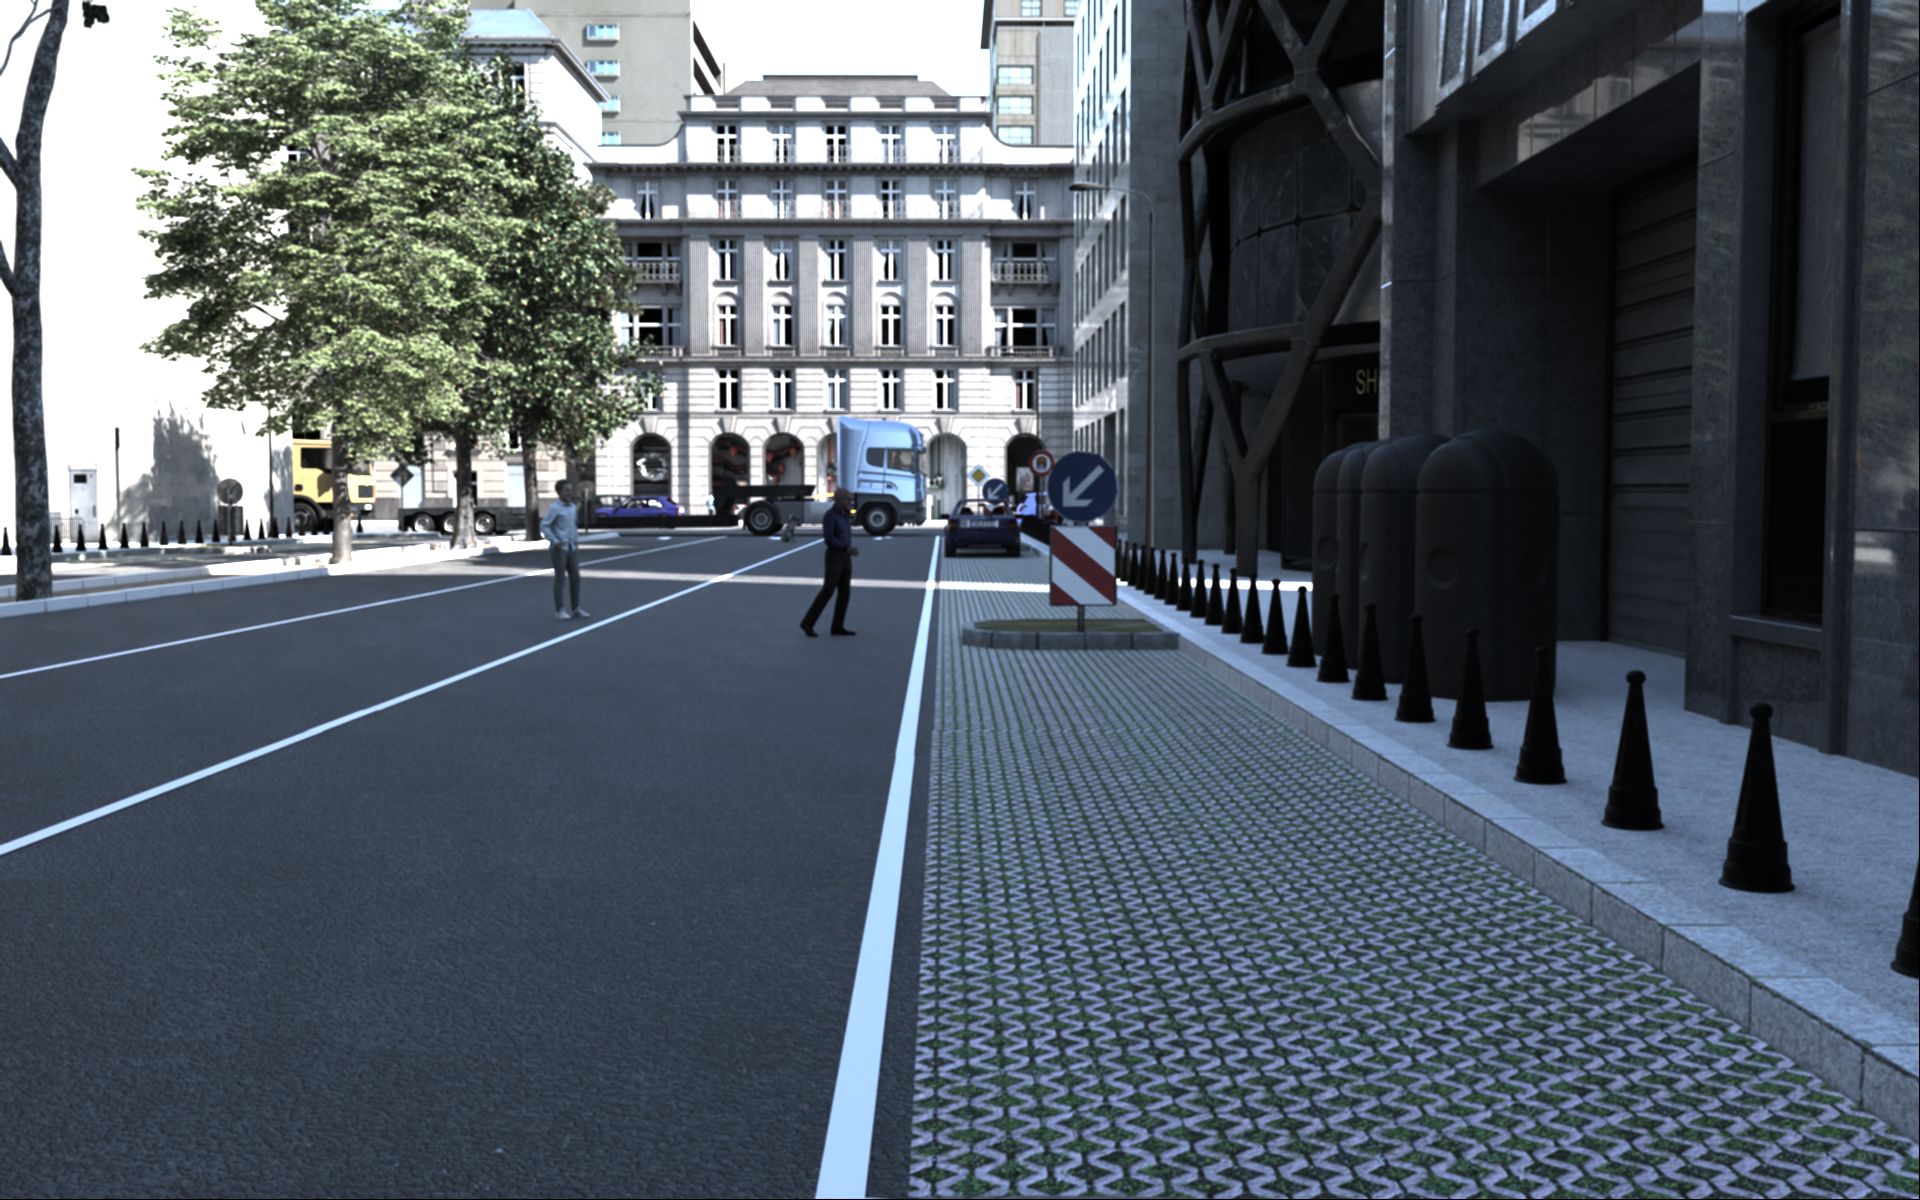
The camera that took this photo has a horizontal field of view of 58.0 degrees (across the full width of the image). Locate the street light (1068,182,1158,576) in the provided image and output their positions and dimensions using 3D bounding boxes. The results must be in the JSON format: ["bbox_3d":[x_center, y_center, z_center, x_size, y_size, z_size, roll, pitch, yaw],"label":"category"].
[{"bbox_3d":[2.316,-3.268,25.967,1.470,5.913,1.316,0,4,-1],"label":"street light"}]

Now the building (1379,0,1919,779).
[{"bbox_3d":[9.960,-11.465,5.472,12.078,24.808,19.932,0,4,-1],"label":"building"}]

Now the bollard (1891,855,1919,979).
[{"bbox_3d":[2.626,0.698,4.629,0.229,0.601,0.229,0,3,0],"label":"bollard"}]

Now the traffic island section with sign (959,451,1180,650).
[{"bbox_3d":[1.016,-0.497,16.753,1.989,1.847,2.006,0,4,-1],"label":"traffic island section with sign"}]

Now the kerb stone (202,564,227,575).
[{"bbox_3d":[-13.325,-0.522,30.745,0.120,0.150,1.000,0,4,-1],"label":"kerb stone"}]

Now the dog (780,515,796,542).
[{"bbox_3d":[-5.251,-2.142,51.855,0.800,0.831,0.513,-2,4,-25],"label":"dog"}]

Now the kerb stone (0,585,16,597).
[{"bbox_3d":[-13.271,-0.145,24.578,0.120,0.150,1.000,0,4,-1],"label":"kerb stone"}]

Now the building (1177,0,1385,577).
[{"bbox_3d":[12.186,-9.963,30.347,16.820,18.784,16.811,0,4,-1],"label":"building"}]

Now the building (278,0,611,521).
[{"bbox_3d":[-31.151,-17.717,86.942,25.104,27.353,12.463,0,4,-1],"label":"building"}]

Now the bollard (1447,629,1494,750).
[{"bbox_3d":[2.590,0.445,8.774,0.229,0.601,0.229,0,3,0],"label":"bollard"}]

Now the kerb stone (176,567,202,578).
[{"bbox_3d":[-13.320,-0.456,29.717,0.120,0.150,1.000,0,4,-1],"label":"kerb stone"}]

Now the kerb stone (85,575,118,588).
[{"bbox_3d":[-13.286,-0.271,26.627,0.120,0.150,1.000,0,4,-1],"label":"kerb stone"}]

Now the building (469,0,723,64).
[{"bbox_3d":[-33.622,-32.733,158.888,21.300,48.544,21.600,0,4,-1],"label":"building"}]

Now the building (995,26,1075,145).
[{"bbox_3d":[10.134,-28.869,155.599,14.154,41.232,14.086,0,4,-1],"label":"building"}]

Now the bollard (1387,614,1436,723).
[{"bbox_3d":[2.579,0.382,9.800,0.229,0.601,0.229,0,3,0],"label":"bollard"}]

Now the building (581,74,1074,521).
[{"bbox_3d":[-5.928,-15.068,88.157,24.055,21.916,13.314,0,4,-1],"label":"building"}]

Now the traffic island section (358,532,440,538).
[{"bbox_3d":[-18.405,-2.132,57.133,2.009,0.180,2.903,0,4,-1],"label":"traffic island section"}]

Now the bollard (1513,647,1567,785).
[{"bbox_3d":[2.597,0.508,7.735,0.229,0.601,0.229,0,3,0],"label":"bollard"}]

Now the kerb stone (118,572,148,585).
[{"bbox_3d":[-13.298,-0.334,27.659,0.120,0.150,1.000,0,4,-1],"label":"kerb stone"}]

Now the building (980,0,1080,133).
[{"bbox_3d":[16.617,-35.935,176.771,28.713,52.752,27.495,0,4,-1],"label":"building"}]

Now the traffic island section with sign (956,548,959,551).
[{"bbox_3d":[0.765,-2.155,43.856,1.989,1.847,2.006,0,4,-1],"label":"traffic island section with sign"}]

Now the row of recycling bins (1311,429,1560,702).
[{"bbox_3d":[3.262,-0.322,12.382,1.069,1.692,3.534,0,4,-2],"label":"row of recycling bins"}]

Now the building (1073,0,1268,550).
[{"bbox_3d":[8.957,-11.798,47.642,10.420,20.320,16.860,0,4,-1],"label":"building"}]

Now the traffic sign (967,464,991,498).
[{"bbox_3d":[0.612,-3.277,57.224,0.795,2.450,0.064,0,4,-1],"label":"traffic sign"}]

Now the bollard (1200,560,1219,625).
[{"bbox_3d":[2.511,-0.058,16.996,0.229,0.601,0.229,0,3,0],"label":"bollard"}]

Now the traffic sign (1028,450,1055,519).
[{"bbox_3d":[2.381,-3.084,50.530,0.768,2.556,0.104,0,4,8],"label":"traffic sign"}]

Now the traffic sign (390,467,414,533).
[{"bbox_3d":[-18.382,-3.268,57.071,0.795,2.450,0.064,0,4,-1],"label":"traffic sign"}]

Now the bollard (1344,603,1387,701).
[{"bbox_3d":[2.564,0.319,10.827,0.229,0.601,0.229,0,3,0],"label":"bollard"}]

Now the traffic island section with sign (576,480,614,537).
[{"bbox_3d":[-12.517,-3.014,57.420,2.006,1.907,1.989,0,4,-1],"label":"traffic island section with sign"}]

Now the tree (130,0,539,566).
[{"bbox_3d":[-12.269,-6.943,34.107,7.486,12.596,7.792,0,3,0],"label":"tree"}]

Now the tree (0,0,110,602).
[{"bbox_3d":[-13.301,-10.060,22.833,12.611,20.169,13.585,0,3,0],"label":"tree"}]

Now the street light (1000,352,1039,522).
[{"bbox_3d":[2.018,-5.163,56.962,1.470,5.913,1.316,0,4,-1],"label":"street light"}]

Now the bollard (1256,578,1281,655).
[{"bbox_3d":[2.537,0.130,13.916,0.229,0.601,0.229,0,3,0],"label":"bollard"}]

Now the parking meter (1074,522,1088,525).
[{"bbox_3d":[3.371,-2.587,48.005,0.399,1.863,0.255,-1,4,-14],"label":"parking meter"}]

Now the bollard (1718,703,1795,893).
[{"bbox_3d":[2.610,0.635,5.658,0.229,0.601,0.229,0,3,0],"label":"bollard"}]

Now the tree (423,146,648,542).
[{"bbox_3d":[-12.809,-7.753,51.281,6.751,12.117,7.091,0,3,0],"label":"tree"}]

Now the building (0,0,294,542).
[{"bbox_3d":[-30.090,-11.982,50.661,16.860,20.320,10.420,0,4,-1],"label":"building"}]

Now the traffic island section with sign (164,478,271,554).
[{"bbox_3d":[-17.942,-2.048,42.119,1.989,1.847,2.006,0,4,-1],"label":"traffic island section with sign"}]

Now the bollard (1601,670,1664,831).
[{"bbox_3d":[2.605,0.572,6.691,0.229,0.601,0.229,0,3,0],"label":"bollard"}]

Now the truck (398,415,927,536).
[{"bbox_3d":[-9.866,-4.313,60.282,18.799,4.110,2.967,0,4,1],"label":"truck"}]

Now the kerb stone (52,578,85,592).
[{"bbox_3d":[-13.287,-0.206,25.603,0.120,0.150,1.000,0,4,-1],"label":"kerb stone"}]

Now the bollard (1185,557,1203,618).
[{"bbox_3d":[2.505,-0.122,18.032,0.229,0.601,0.229,0,3,0],"label":"bollard"}]

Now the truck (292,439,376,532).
[{"bbox_3d":[-25.111,-4.018,61.622,9.791,3.379,3.469,0,4,1],"label":"truck"}]

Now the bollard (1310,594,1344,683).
[{"bbox_3d":[2.559,0.256,11.857,0.229,0.601,0.229,0,3,0],"label":"bollard"}]

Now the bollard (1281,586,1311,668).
[{"bbox_3d":[2.546,0.193,12.890,0.229,0.601,0.229,0,3,0],"label":"bollard"}]

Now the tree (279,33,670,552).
[{"bbox_3d":[-12.377,-7.556,43.000,9.611,12.733,9.660,0,3,0],"label":"tree"}]

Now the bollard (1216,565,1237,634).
[{"bbox_3d":[2.521,0.004,15.970,0.229,0.601,0.229,0,3,0],"label":"bollard"}]

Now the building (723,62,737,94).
[{"bbox_3d":[-29.830,-32.219,176.889,14.600,45.320,14.200,0,4,-1],"label":"building"}]

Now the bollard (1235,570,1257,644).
[{"bbox_3d":[2.528,0.067,14.943,0.229,0.601,0.229,0,3,0],"label":"bollard"}]

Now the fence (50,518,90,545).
[{"bbox_3d":[-22.888,-1.735,43.748,2.069,0.683,0.278,1,4,20],"label":"fence"}]

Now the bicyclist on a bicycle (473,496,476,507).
[{"bbox_3d":[-20.550,-3.807,72.264,1.625,1.676,1.499,0,4,0],"label":"bicyclist on a bicycle"}]

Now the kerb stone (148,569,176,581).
[{"bbox_3d":[-13.303,-0.395,28.684,0.120,0.150,1.000,0,4,-1],"label":"kerb stone"}]

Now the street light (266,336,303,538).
[{"bbox_3d":[-19.752,-4.794,50.929,1.470,5.913,1.316,0,4,-1],"label":"street light"}]
